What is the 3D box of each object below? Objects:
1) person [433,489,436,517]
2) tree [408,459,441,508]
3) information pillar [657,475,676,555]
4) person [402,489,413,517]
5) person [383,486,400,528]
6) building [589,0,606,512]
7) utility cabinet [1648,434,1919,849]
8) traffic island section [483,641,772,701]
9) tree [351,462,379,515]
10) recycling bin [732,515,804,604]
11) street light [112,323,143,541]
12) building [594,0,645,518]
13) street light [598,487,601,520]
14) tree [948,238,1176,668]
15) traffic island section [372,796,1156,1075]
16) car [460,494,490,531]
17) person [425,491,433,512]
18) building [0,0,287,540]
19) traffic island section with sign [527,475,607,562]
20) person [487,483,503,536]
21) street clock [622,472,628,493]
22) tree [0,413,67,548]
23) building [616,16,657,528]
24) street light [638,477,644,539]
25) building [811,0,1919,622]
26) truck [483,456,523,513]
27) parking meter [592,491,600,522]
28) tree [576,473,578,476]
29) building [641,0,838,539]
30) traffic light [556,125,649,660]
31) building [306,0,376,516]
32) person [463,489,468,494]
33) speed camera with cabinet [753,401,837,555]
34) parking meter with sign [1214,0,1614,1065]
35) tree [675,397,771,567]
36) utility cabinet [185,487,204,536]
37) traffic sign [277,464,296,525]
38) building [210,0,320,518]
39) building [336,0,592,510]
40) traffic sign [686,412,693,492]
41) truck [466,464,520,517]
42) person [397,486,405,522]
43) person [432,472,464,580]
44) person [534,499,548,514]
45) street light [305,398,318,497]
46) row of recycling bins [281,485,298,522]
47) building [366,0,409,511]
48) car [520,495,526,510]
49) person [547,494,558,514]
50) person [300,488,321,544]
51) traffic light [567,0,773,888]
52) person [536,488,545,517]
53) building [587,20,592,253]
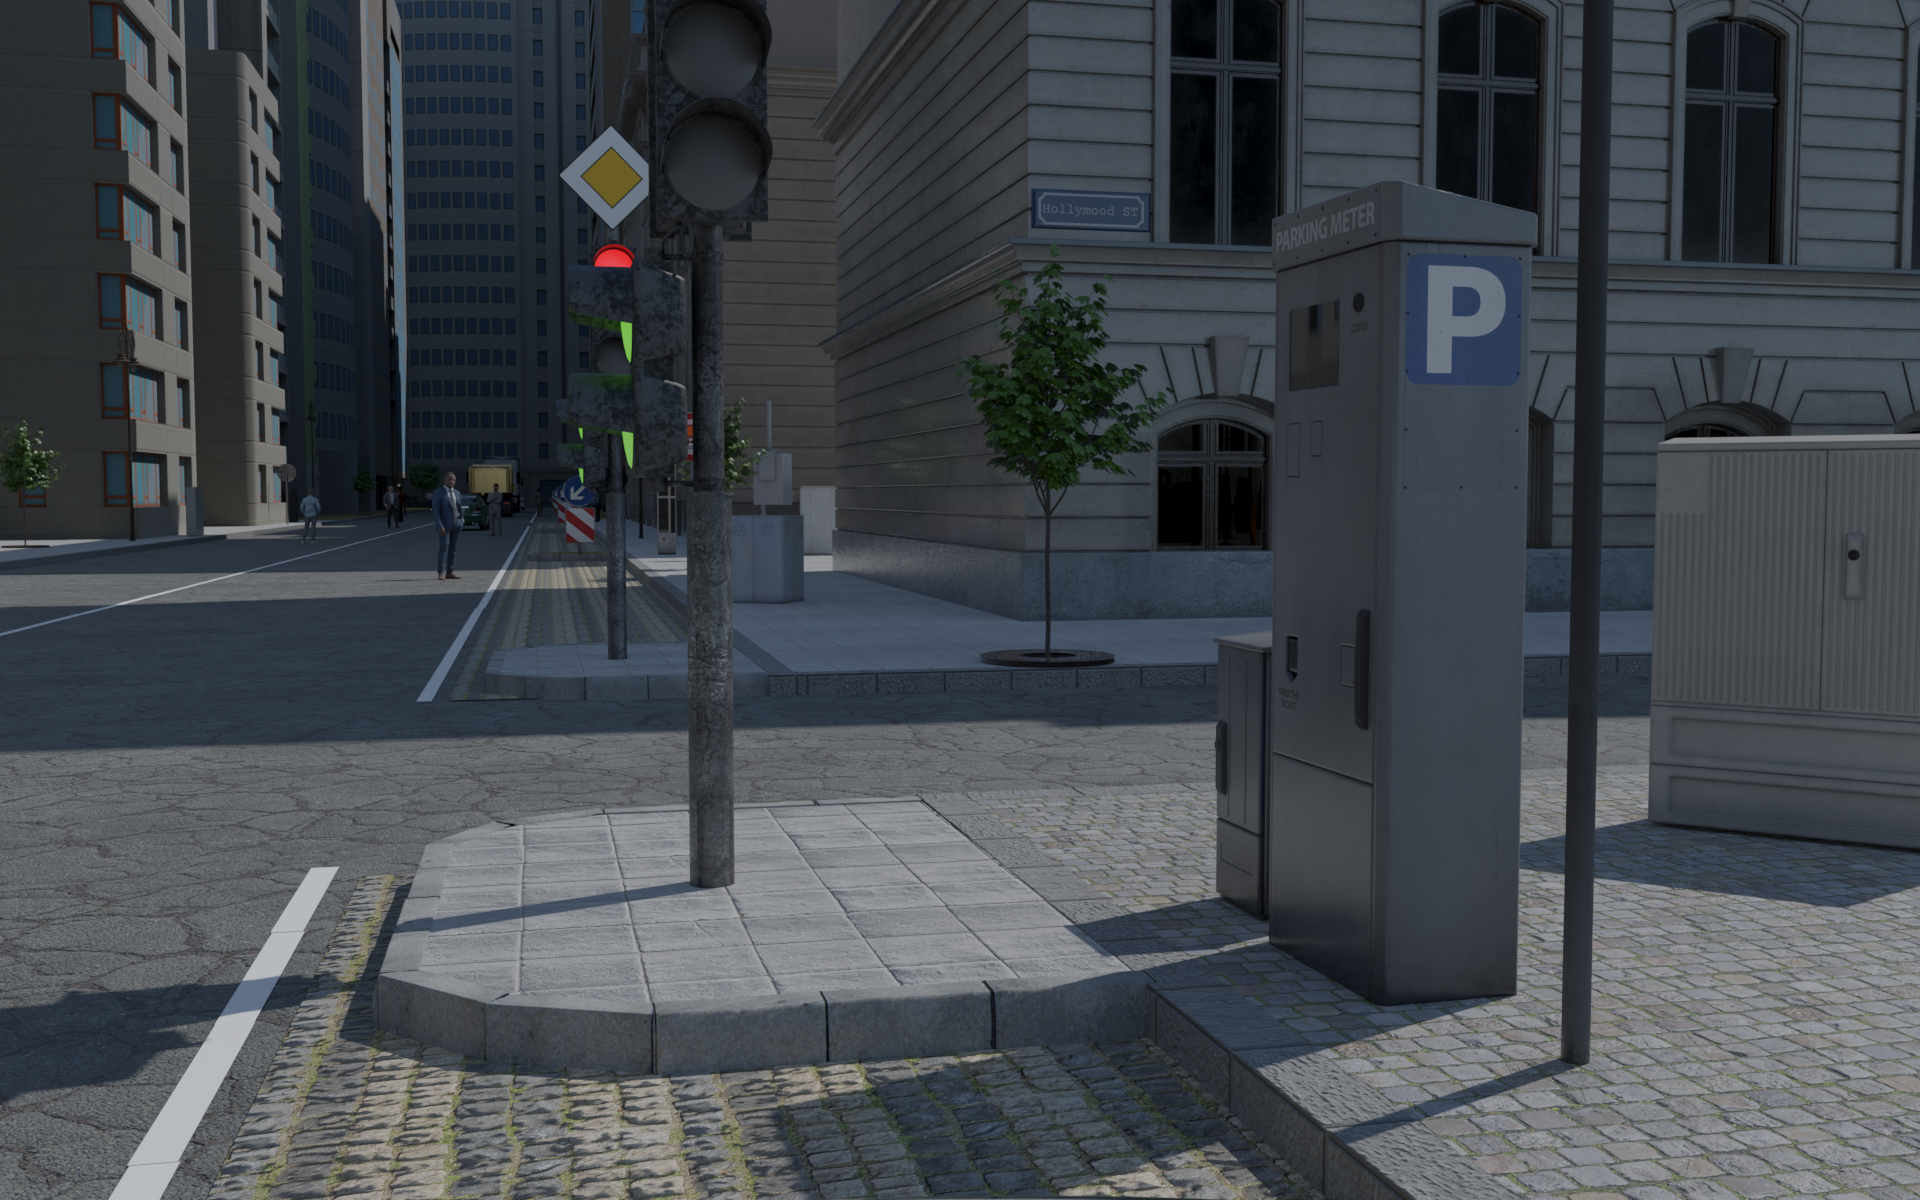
[{"bbox_3d":[-32.669,-6.080,108.437,0.750,1.759,0.617,1,4,10],"label":"person"},{"bbox_3d":[-49.263,-10.744,159.375,4.285,4.588,4.351,0,3,0],"label":"tree"},{"bbox_3d":[-6.213,-1.968,36.662,0.304,2.012,0.304,1,4,16],"label":"information pillar"},{"bbox_3d":[-35.078,-6.117,109.038,1.217,1.766,0.721,-1,4,-11],"label":"person"},{"bbox_3d":[-23.833,-3.903,72.712,0.661,1.777,0.834,-3,5,-40],"label":"person"},{"bbox_3d":[-18.134,-31.428,137.546,21.300,48.544,21.600,-1,4,-13],"label":"building"},{"bbox_3d":[3.212,0.138,6.415,1.173,1.500,0.318,2,4,34],"label":"utility cabinet"},{"bbox_3d":[-2.642,0.538,13.481,2.009,0.180,2.903,-1,4,-13],"label":"traffic island section"},{"bbox_3d":[-36.361,-6.807,105.900,1.663,3.219,1.824,0,3,0],"label":"tree"},{"bbox_3d":[-2.310,-0.492,20.606,0.722,1.027,0.722,1,4,17],"label":"recycling bin"},{"bbox_3d":[-22.572,-4.543,47.071,0.468,5.910,1.993,-1,4,-13],"label":"street light"},{"bbox_3d":[-13.546,-27.441,98.771,14.600,45.320,14.200,-1,4,-13],"label":"building"},{"bbox_3d":[-17.912,-6.911,85.783,0.468,5.910,1.993,-1,4,-13],"label":"street light"},{"bbox_3d":[0.808,-1.137,13.189,1.663,3.219,1.824,0,3,0],"label":"tree"},{"bbox_3d":[-0.794,1.013,5.712,2.009,0.180,2.903,-1,4,-13],"label":"traffic island section"},{"bbox_3d":[-19.804,-3.511,69.202,2.131,1.459,4.920,-1,4,-12],"label":"car"},{"bbox_3d":[-41.949,-7.799,136.945,0.756,1.711,0.436,-3,4,-36],"label":"person"},{"bbox_3d":[-40.119,-13.112,59.423,27.650,21.520,28.899,-1,4,-13],"label":"building"},{"bbox_3d":[-8.337,-1.761,37.415,1.989,1.847,2.006,-1,4,-13],"label":"traffic island section with sign"},{"bbox_3d":[-15.870,-3.083,59.083,0.511,1.800,0.466,0,4,-7],"label":"person"},{"bbox_3d":[-10.991,-3.152,56.103,0.358,2.002,0.471,2,4,30],"label":"street clock"},{"bbox_3d":[-22.306,-2.855,41.283,1.663,3.219,1.824,0,3,0],"label":"tree"},{"bbox_3d":[-8.451,-14.375,76.830,13.314,21.916,24.055,-1,4,-13],"label":"building"},{"bbox_3d":[-9.200,-4.710,49.798,0.468,5.910,1.993,-1,4,-13],"label":"street light"},{"bbox_3d":[15.907,-12.630,25.581,34.723,24.649,14.460,-1,4,-13],"label":"building"},{"bbox_3d":[-35.453,-8.900,134.431,2.839,4.237,11.283,-1,4,-13],"label":"truck"},{"bbox_3d":[-16.741,-4.354,79.591,0.372,1.533,0.369,0,3,0],"label":"parking meter"},{"bbox_3d":[-34.960,-10.014,158.328,1.663,3.219,1.824,0,3,0],"label":"tree"},{"bbox_3d":[-2.982,-15.626,52.744,12.463,27.353,25.104,-1,4,-13],"label":"building"},{"bbox_3d":[-2.684,-1.495,13.357,0.839,4.253,0.868,-1,4,-13],"label":"traffic light"},{"bbox_3d":[-49.211,-34.590,107.544,21.231,58.520,28.212,-1,4,-13],"label":"building"},{"bbox_3d":[-40.061,-8.053,140.263,1.348,1.812,0.705,0,4,-1],"label":"person"},{"bbox_3d":[-3.329,-2.590,36.684,2.038,3.252,0.660,1,4,17],"label":"speed camera with cabinet"},{"bbox_3d":[1.177,-0.512,4.626,0.543,3.016,1.738,-1,4,-15],"label":"parking meter with sign"},{"bbox_3d":[-4.048,-2.145,29.669,1.663,3.219,1.824,0,3,0],"label":"tree"},{"bbox_3d":[-23.314,-2.694,52.733,0.318,1.500,1.173,-1,4,-14],"label":"utility cabinet"},{"bbox_3d":[-28.194,-4.431,72.555,0.768,2.556,0.104,-1,4,-10],"label":"traffic sign"},{"bbox_3d":[-41.383,-24.748,88.231,14.154,41.232,14.086,-1,4,-13],"label":"building"},{"bbox_3d":[-47.009,-38.845,177.109,28.212,58.520,21.231,-1,4,-13],"label":"building"},{"bbox_3d":[-4.170,-1.647,27.032,0.768,2.556,0.104,-1,4,-9],"label":"traffic sign"},{"bbox_3d":[-29.918,-7.025,110.777,3.469,3.379,9.791,-1,4,-14],"label":"truck"},{"bbox_3d":[-28.393,-4.846,87.688,0.705,1.831,1.348,0,4,6],"label":"person"},{"bbox_3d":[-8.623,-1.251,29.143,0.419,1.800,0.721,2,4,26],"label":"person"},{"bbox_3d":[-30.604,-7.007,126.323,1.065,1.426,0.557,-1,4,-10],"label":"person"},{"bbox_3d":[-31.130,-6.758,83.280,0.468,5.910,1.993,-1,4,-13],"label":"street light"},{"bbox_3d":[-31.853,-4.362,78.437,3.534,1.692,1.069,-1,4,-16],"label":"row of recycling bins"},{"bbox_3d":[-54.986,-30.371,146.677,14.200,45.320,14.600,-1,4,-13],"label":"building"},{"bbox_3d":[-39.945,-8.735,155.184,2.083,1.381,4.827,-1,4,-15],"label":"car"},{"bbox_3d":[-29.172,-6.894,124.400,0.628,1.438,0.799,2,4,30],"label":"person"},{"bbox_3d":[-18.670,-2.417,49.823,0.589,1.601,0.330,0,4,2],"label":"person"},{"bbox_3d":[-0.835,-1.019,5.588,0.839,4.253,0.868,-1,4,-13],"label":"traffic light"},{"bbox_3d":[-26.632,-6.189,109.698,0.705,1.824,1.348,-2,4,-32],"label":"person"},{"bbox_3d":[-25.892,-28.814,154.703,14.154,41.232,14.086,-1,4,-13],"label":"building"}]
